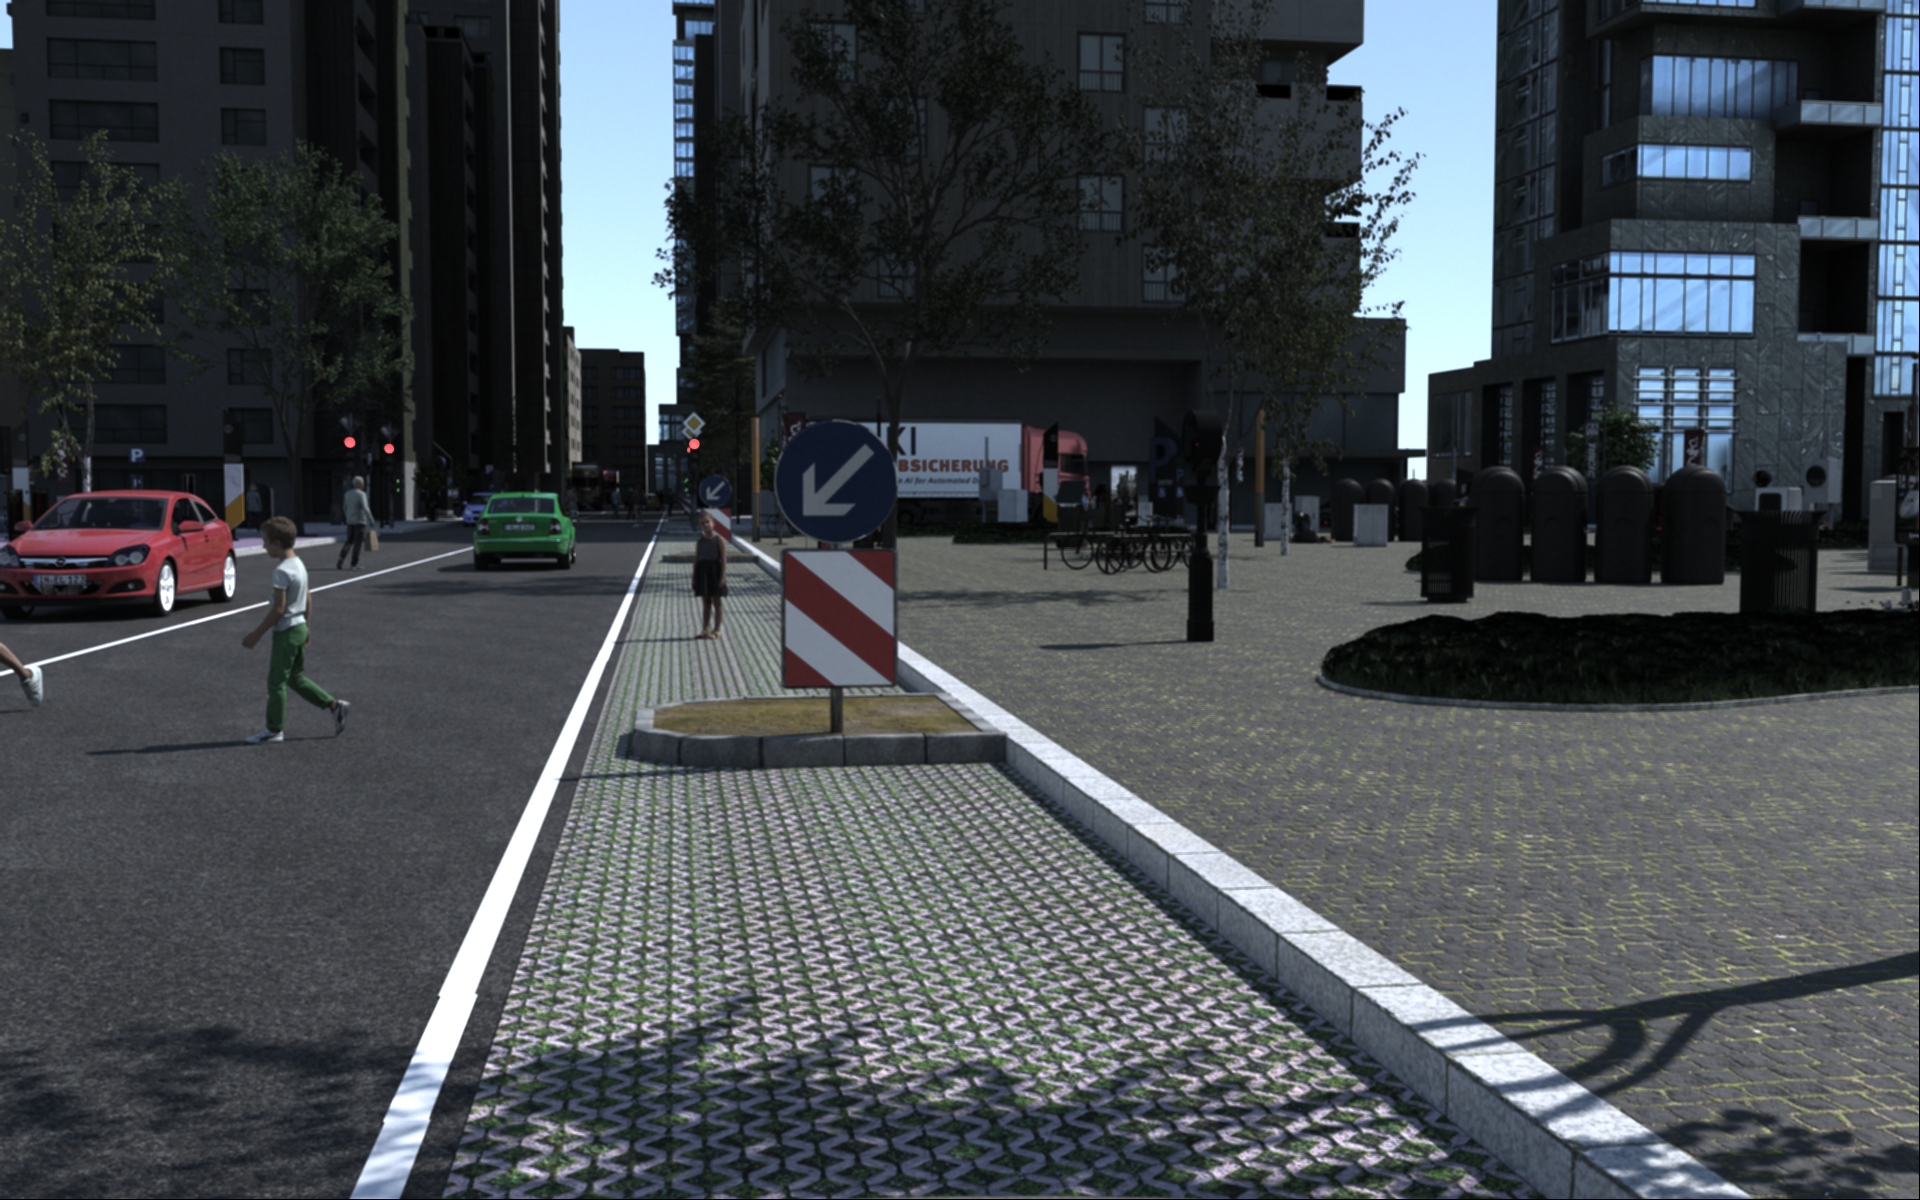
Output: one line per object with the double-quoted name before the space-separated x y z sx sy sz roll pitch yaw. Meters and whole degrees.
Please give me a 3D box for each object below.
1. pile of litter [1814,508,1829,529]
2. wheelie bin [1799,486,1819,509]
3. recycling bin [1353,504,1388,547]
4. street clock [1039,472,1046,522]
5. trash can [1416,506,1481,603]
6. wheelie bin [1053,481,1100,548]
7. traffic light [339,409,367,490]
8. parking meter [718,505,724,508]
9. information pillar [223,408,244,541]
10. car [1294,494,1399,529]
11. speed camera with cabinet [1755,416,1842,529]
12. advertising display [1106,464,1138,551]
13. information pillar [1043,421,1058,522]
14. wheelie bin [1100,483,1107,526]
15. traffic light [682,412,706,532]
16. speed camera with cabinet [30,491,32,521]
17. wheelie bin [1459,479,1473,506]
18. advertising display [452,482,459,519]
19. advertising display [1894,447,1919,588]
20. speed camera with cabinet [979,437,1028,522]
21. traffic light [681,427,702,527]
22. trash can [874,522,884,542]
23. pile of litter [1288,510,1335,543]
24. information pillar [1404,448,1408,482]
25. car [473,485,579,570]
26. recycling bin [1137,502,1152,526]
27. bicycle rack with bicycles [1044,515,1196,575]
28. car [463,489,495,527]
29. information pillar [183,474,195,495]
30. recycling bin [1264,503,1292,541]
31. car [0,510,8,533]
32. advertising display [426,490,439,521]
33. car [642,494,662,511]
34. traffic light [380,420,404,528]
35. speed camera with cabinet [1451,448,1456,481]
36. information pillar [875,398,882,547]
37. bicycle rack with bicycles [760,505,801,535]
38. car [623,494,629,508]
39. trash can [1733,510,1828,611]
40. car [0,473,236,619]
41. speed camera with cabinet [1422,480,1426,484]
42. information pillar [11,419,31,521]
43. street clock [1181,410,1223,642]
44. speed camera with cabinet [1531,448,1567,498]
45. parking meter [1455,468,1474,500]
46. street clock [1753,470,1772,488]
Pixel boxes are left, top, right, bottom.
"pile of litter" 31.045 -2.972 62.563 1.719 0.858 1.176 -2 4 -31
"wheelie bin" 31.914 -3.509 65.273 0.980 1.594 0.693 2 4 34
"recycling bin" 10.048 -1.827 42.418 0.722 1.027 0.722 0 4 4
"street clock" 2.778 -3.246 57.639 0.358 2.002 0.471 1 4 12
"trash can" 5.790 -0.545 20.557 0.748 1.137 0.748 0 3 0
"wheelie bin" 2.658 -2.024 40.993 0.980 1.594 0.693 2 4 27
"traffic light" -20.092 -4.182 57.297 0.839 4.253 0.868 -1 4 -9
"parking meter" -11.488 -4.742 83.243 0.255 1.863 0.399 0 4 -3
"information pillar" -19.881 -3.426 47.373 0.504 3.616 0.183 0 4 -8
"car" 15.137 -3.529 67.486 4.222 1.686 2.009 -1 4 -8
"speed camera with cabinet" 21.541 -3.072 44.556 0.660 3.252 2.038 -2 4 -30
"advertising display" 3.545 -1.997 37.871 0.123 1.923 0.974 3 5 44
"information pillar" 2.922 -3.927 55.565 0.504 3.616 0.183 0 4 2
"wheelie bin" 4.041 -2.430 47.631 0.980 1.594 0.693 -3 5 -41
"traffic light" -9.082 -4.294 59.130 0.839 4.253 0.868 -1 4 -9
"speed camera with cabinet" -43.464 -5.302 81.021 2.038 3.252 0.660 0 4 -3
"wheelie bin" 11.181 -1.778 36.981 0.980 1.594 0.693 1 4 10
"advertising display" -26.723 -5.227 90.682 0.974 1.923 0.123 -1 4 -14
"advertising display" 13.105 -1.126 23.617 0.123 1.923 0.974 0 4 -5
"speed camera with cabinet" 1.490 -3.987 59.525 0.660 3.252 2.038 -3 4 -37
"traffic light" -10.387 -4.776 67.008 0.839 4.253 0.868 -1 4 -9
"trash can" -2.142 -2.115 46.241 0.748 1.137 0.748 0 3 0
"pile of litter" 9.228 -1.945 45.761 1.176 0.858 1.719 -1 4 -9
"information pillar" 22.484 -5.905 87.900 0.504 3.616 0.183 3 4 37
"car" -8.550 -1.554 34.207 1.959 1.807 4.718 -1 4 -10
"recycling bin" 5.602 -2.548 54.213 0.722 1.027 0.722 0 4 -5
"bicycle rack with bicycles" 2.861 -0.956 29.012 2.925 0.926 2.852 -2 4 -30
"car" -21.071 -4.125 77.038 1.945 1.707 3.694 -1 4 -8
"information pillar" -28.872 -3.694 64.882 0.304 2.012 0.304 3 4 38
"recycling bin" 8.815 -2.175 48.117 0.722 1.027 0.722 0 4 6
"car" -34.253 -2.849 58.589 4.499 1.417 2.014 -1 4 -11
"advertising display" -25.013 -4.702 82.095 0.974 1.923 0.123 3 5 45
"car" -27.001 -8.598 150.798 2.015 1.641 3.980 0 4 -8
"traffic light" -21.397 -4.664 65.175 0.839 4.253 0.868 -1 4 -9
"speed camera with cabinet" 21.051 -4.822 73.181 0.660 3.252 2.038 1 4 18
"information pillar" -1.960 -3.093 41.931 0.183 3.616 0.504 0 4 -3
"bicycle rack with bicycles" -5.106 -2.625 56.295 2.925 0.926 2.852 -3 5 -44
"car" -33.510 -10.254 177.438 2.009 1.686 4.222 -1 4 -11
"trash can" 7.111 -0.208 15.048 0.748 1.137 0.748 0 3 0
"car" -10.331 -0.755 21.379 2.155 1.783 4.494 -1 4 -9
"speed camera with cabinet" 29.872 -7.238 112.672 0.660 3.252 2.038 -1 4 -15
"information pillar" -29.471 -3.855 54.392 0.504 3.616 0.183 0 4 -4
"street clock" 2.098 -0.642 15.064 0.358 2.002 0.471 -1 4 -10
"speed camera with cabinet" 25.565 -4.927 74.897 0.660 3.252 2.038 -1 4 -17
"parking meter" 11.449 -2.053 39.274 0.399 1.863 0.255 1 4 8
"street clock" 24.574 -2.967 53.086 0.358 2.002 0.471 -3 5 -42
